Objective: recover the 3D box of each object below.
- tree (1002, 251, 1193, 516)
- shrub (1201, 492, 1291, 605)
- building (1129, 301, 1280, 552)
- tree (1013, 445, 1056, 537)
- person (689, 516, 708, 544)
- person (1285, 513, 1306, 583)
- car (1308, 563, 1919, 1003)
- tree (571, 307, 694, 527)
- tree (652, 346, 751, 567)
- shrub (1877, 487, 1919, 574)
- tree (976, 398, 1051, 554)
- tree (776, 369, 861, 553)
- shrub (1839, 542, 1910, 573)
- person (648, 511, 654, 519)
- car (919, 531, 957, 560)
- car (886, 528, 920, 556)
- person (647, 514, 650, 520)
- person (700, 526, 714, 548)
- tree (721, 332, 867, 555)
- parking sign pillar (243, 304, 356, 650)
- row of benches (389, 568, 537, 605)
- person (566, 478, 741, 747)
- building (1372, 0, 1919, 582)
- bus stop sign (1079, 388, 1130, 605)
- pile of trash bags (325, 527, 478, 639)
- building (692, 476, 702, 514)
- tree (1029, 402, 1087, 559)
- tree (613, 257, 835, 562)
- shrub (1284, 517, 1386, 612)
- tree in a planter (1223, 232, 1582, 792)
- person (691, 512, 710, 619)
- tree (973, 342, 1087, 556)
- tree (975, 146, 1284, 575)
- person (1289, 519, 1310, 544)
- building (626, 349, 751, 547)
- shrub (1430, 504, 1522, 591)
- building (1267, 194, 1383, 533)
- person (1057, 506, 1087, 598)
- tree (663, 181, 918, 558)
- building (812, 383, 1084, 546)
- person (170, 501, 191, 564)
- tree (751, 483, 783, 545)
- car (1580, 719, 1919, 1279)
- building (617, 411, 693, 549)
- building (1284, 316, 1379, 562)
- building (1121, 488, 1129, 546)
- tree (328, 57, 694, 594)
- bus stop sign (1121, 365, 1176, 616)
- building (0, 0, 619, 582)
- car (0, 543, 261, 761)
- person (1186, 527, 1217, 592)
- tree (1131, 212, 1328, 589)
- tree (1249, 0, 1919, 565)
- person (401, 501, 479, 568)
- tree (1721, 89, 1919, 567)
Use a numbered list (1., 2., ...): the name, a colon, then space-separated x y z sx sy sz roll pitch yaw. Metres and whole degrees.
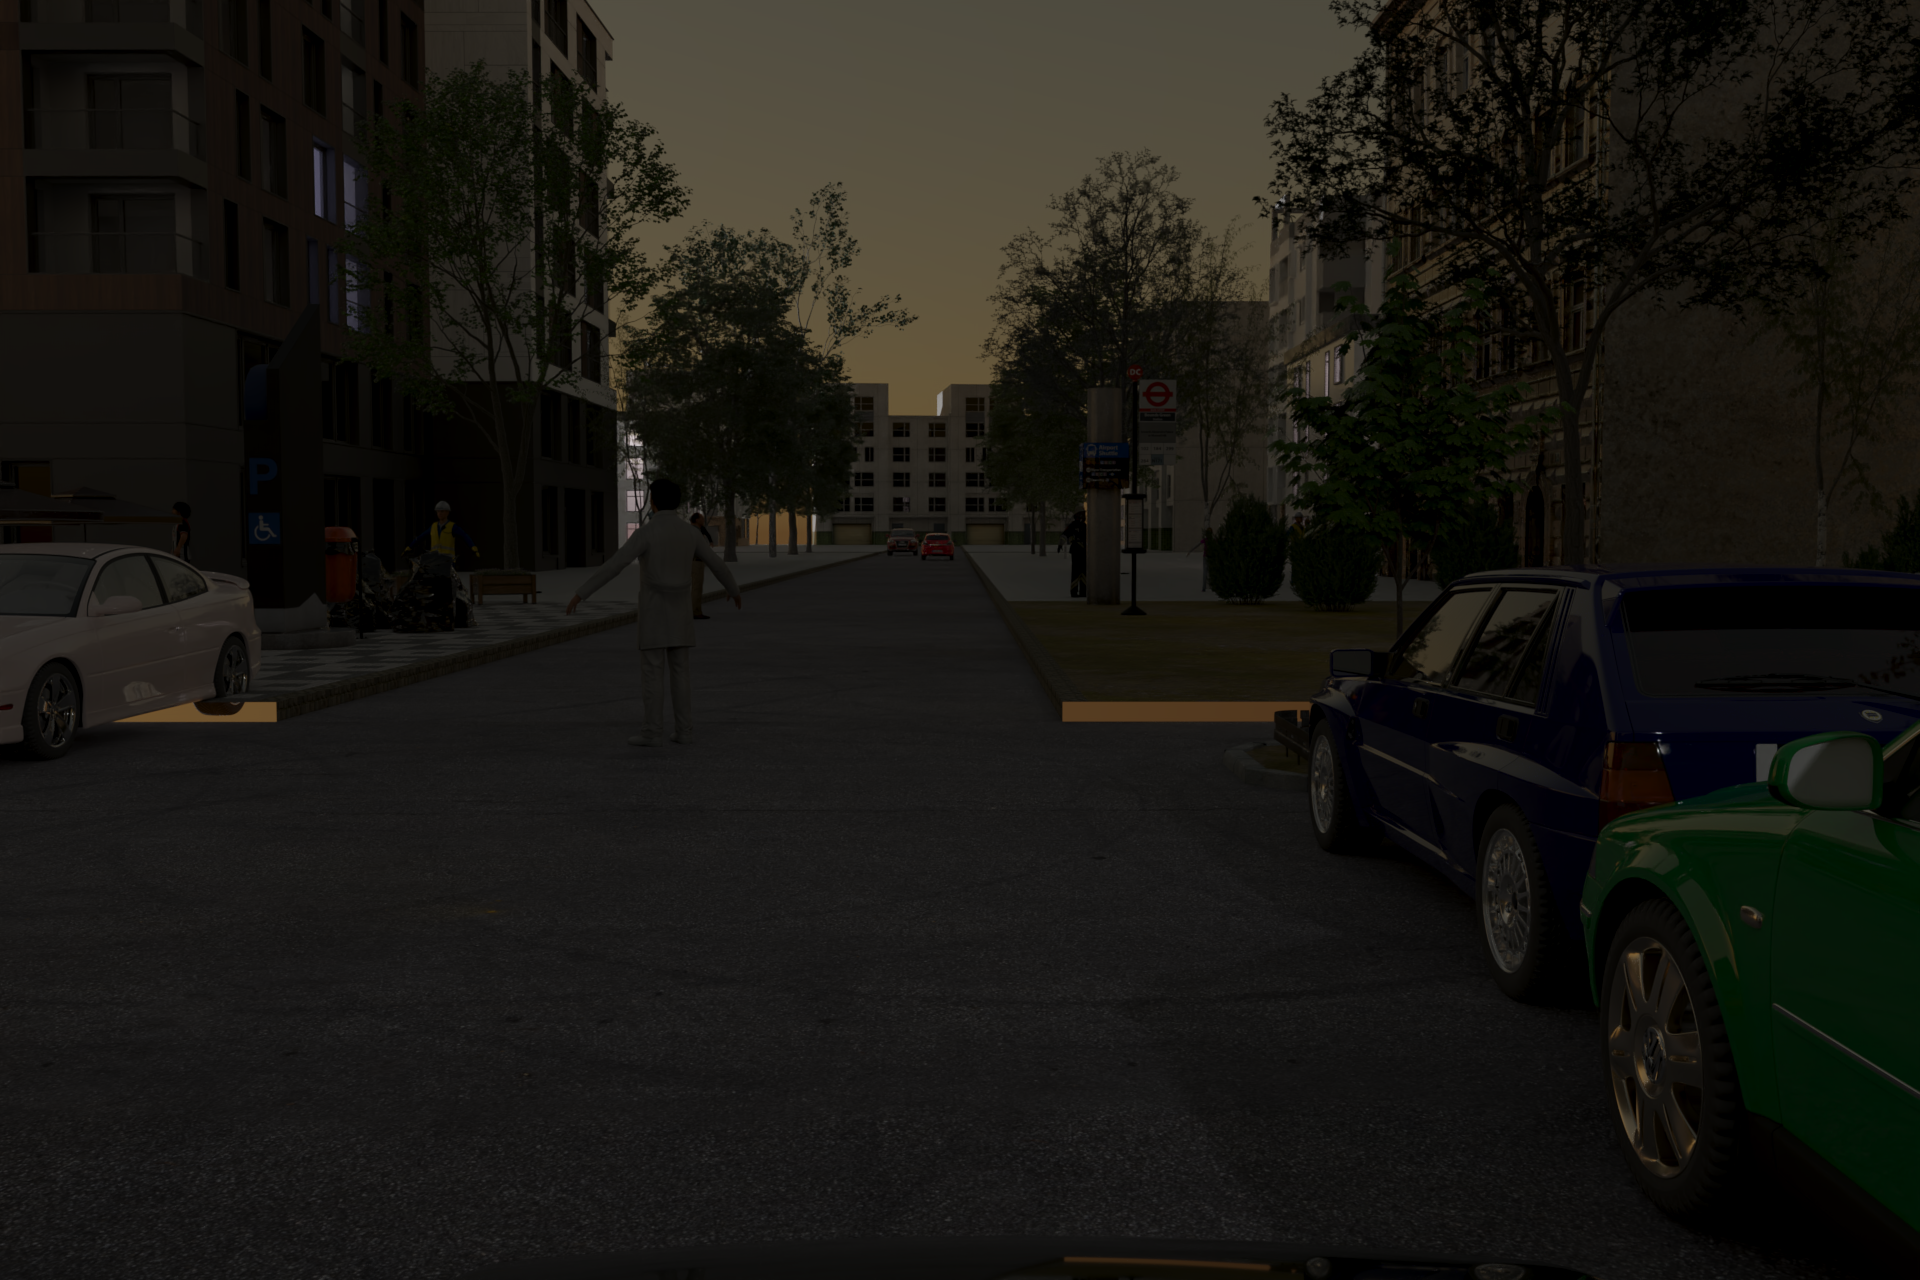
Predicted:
1. tree: 5.401 -9.216 68.803 7.486 12.596 7.792 0 3 0
2. shrub: 5.234 -1.683 31.551 1.661 2.075 1.752 0 3 0
3. building: 23.685 -16.734 140.051 16.747 18.905 31.486 0 4 0
4. tree: 4.861 -10.178 116.774 4.737 8.622 4.395 0 3 0
5. person: -7.984 -2.821 51.980 0.705 1.847 1.347 1 4 23
6. person: 8.478 -2.282 43.284 1.349 1.833 0.705 -3 4 -37
7. car: 2.505 0.362 6.654 1.945 1.354 3.894 0 4 -1
8. tree: -10.325 -6.485 56.396 4.360 8.622 3.978 0 3 0
9. tree: -9.823 -7.179 67.734 4.360 8.622 3.978 0 3 0
10. shrub: 13.811 -1.236 24.621 1.690 2.028 1.600 0 3 0
11. tree: 4.387 -10.683 109.078 8.767 10.594 7.601 3 5 41
12. tree: -10.522 -12.289 119.045 7.486 12.596 7.792 0 3 0
13. shrub: 9.651 -0.441 18.327 1.383 1.207 1.383 0 3 0
14. person: -6.793 -1.996 38.757 0.704 1.817 1.347 -1 4 -13
15. car: -1.227 -5.303 95.745 2.155 1.783 4.494 0 3 0
16. car: -3.842 -6.596 116.523 2.281 1.827 5.304 0 4 -1
17. person: -7.387 -2.193 41.787 1.347 1.837 0.705 3 5 40
18. person: -7.150 -2.498 47.021 1.347 1.806 0.705 2 4 35
19. tree: -10.390 -12.246 106.870 9.857 13.997 8.962 0 3 0
20. parking sign pillar: -7.676 -1.910 19.703 1.447 3.967 1.447 0 4 0
21. row of benches: -9.528 -0.951 31.015 4.104 0.672 1.422 -2 4 -30
22. person: -2.022 -0.192 11.779 1.347 1.806 0.705 -3 5 -40
23. building: 21.855 -12.947 42.607 19.493 23.208 18.063 0 4 0
24. bus stop sign: 2.615 -2.596 31.464 0.837 3.901 0.837 0 4 0
25. pile of trash bags: -7.563 -0.783 22.555 1.912 1.369 3.447 0 4 0
26. building: -28.291 -13.353 160.476 9.099 9.664 28.070 0 4 0
27. tree: 5.393 -8.459 88.660 4.360 8.622 3.978 0 3 0
28. tree: -10.631 -10.539 78.967 9.857 13.997 8.962 0 3 0
29. shrub: 6.226 -1.510 28.732 1.661 2.075 1.752 0 3 0
30. tree in a planter: 2.631 -0.801 10.316 1.991 3.239 1.994 0 3 0
31. person: -4.405 -1.254 29.234 0.705 1.796 1.348 -1 4 -17
32. tree: 4.379 -11.046 98.728 7.486 12.596 7.792 0 3 0
33. tree: 4.933 -8.840 54.900 12.009 13.543 11.850 0 3 0
34. person: 10.278 -2.736 51.530 1.217 1.733 0.721 -1 4 -17
35. building: -28.018 -19.689 178.336 16.016 20.090 11.380 0 4 -1
36. shrub: 9.484 -1.683 31.940 1.690 2.028 1.600 0 3 0
37. building: 22.694 -14.765 97.835 16.016 20.090 11.380 0 4 0
38. person: 2.436 -1.789 35.033 1.354 1.856 0.705 -3 4 -38
39. tree: -9.043 -14.494 92.865 12.611 20.169 13.585 0 3 0
40. building: -1.947 -20.899 210.613 31.486 18.905 16.747 0 4 -6
41. person: -13.053 -1.396 28.971 0.704 1.843 1.345 -2 4 -26
42. tree: -23.827 -16.573 205.386 7.601 10.594 8.767 0 4 -4
43. car: 2.323 0.401 2.245 1.959 1.807 4.718 0 3 0
44. building: -24.860 -11.633 132.346 9.099 9.664 28.070 0 4 -1
45. building: 19.452 -7.592 66.272 9.099 9.664 28.070 0 4 0
46. building: 21.391 -14.418 177.874 9.099 9.664 28.070 0 4 0
47. tree: -9.604 -6.817 37.206 9.928 11.665 9.643 0 3 0
48. bus stop sign: 2.975 -2.364 27.352 0.855 3.939 0.416 0 4 0
49. building: -28.267 -12.950 55.702 27.936 21.610 32.646 0 4 0
50. car: -6.668 -0.005 12.441 2.083 1.381 4.827 0 4 -1
51. person: 5.520 -1.783 38.421 0.991 1.433 0.599 0 4 6
52. tree: 5.615 -5.506 40.387 4.360 8.622 3.978 0 3 0
53. tree: 7.007 -5.184 19.174 8.767 10.594 7.601 2 4 27
54. person: -7.757 -1.188 25.892 1.216 1.772 0.721 0 4 7
55. tree: 14.467 -4.832 29.369 4.360 8.622 3.978 0 3 0
